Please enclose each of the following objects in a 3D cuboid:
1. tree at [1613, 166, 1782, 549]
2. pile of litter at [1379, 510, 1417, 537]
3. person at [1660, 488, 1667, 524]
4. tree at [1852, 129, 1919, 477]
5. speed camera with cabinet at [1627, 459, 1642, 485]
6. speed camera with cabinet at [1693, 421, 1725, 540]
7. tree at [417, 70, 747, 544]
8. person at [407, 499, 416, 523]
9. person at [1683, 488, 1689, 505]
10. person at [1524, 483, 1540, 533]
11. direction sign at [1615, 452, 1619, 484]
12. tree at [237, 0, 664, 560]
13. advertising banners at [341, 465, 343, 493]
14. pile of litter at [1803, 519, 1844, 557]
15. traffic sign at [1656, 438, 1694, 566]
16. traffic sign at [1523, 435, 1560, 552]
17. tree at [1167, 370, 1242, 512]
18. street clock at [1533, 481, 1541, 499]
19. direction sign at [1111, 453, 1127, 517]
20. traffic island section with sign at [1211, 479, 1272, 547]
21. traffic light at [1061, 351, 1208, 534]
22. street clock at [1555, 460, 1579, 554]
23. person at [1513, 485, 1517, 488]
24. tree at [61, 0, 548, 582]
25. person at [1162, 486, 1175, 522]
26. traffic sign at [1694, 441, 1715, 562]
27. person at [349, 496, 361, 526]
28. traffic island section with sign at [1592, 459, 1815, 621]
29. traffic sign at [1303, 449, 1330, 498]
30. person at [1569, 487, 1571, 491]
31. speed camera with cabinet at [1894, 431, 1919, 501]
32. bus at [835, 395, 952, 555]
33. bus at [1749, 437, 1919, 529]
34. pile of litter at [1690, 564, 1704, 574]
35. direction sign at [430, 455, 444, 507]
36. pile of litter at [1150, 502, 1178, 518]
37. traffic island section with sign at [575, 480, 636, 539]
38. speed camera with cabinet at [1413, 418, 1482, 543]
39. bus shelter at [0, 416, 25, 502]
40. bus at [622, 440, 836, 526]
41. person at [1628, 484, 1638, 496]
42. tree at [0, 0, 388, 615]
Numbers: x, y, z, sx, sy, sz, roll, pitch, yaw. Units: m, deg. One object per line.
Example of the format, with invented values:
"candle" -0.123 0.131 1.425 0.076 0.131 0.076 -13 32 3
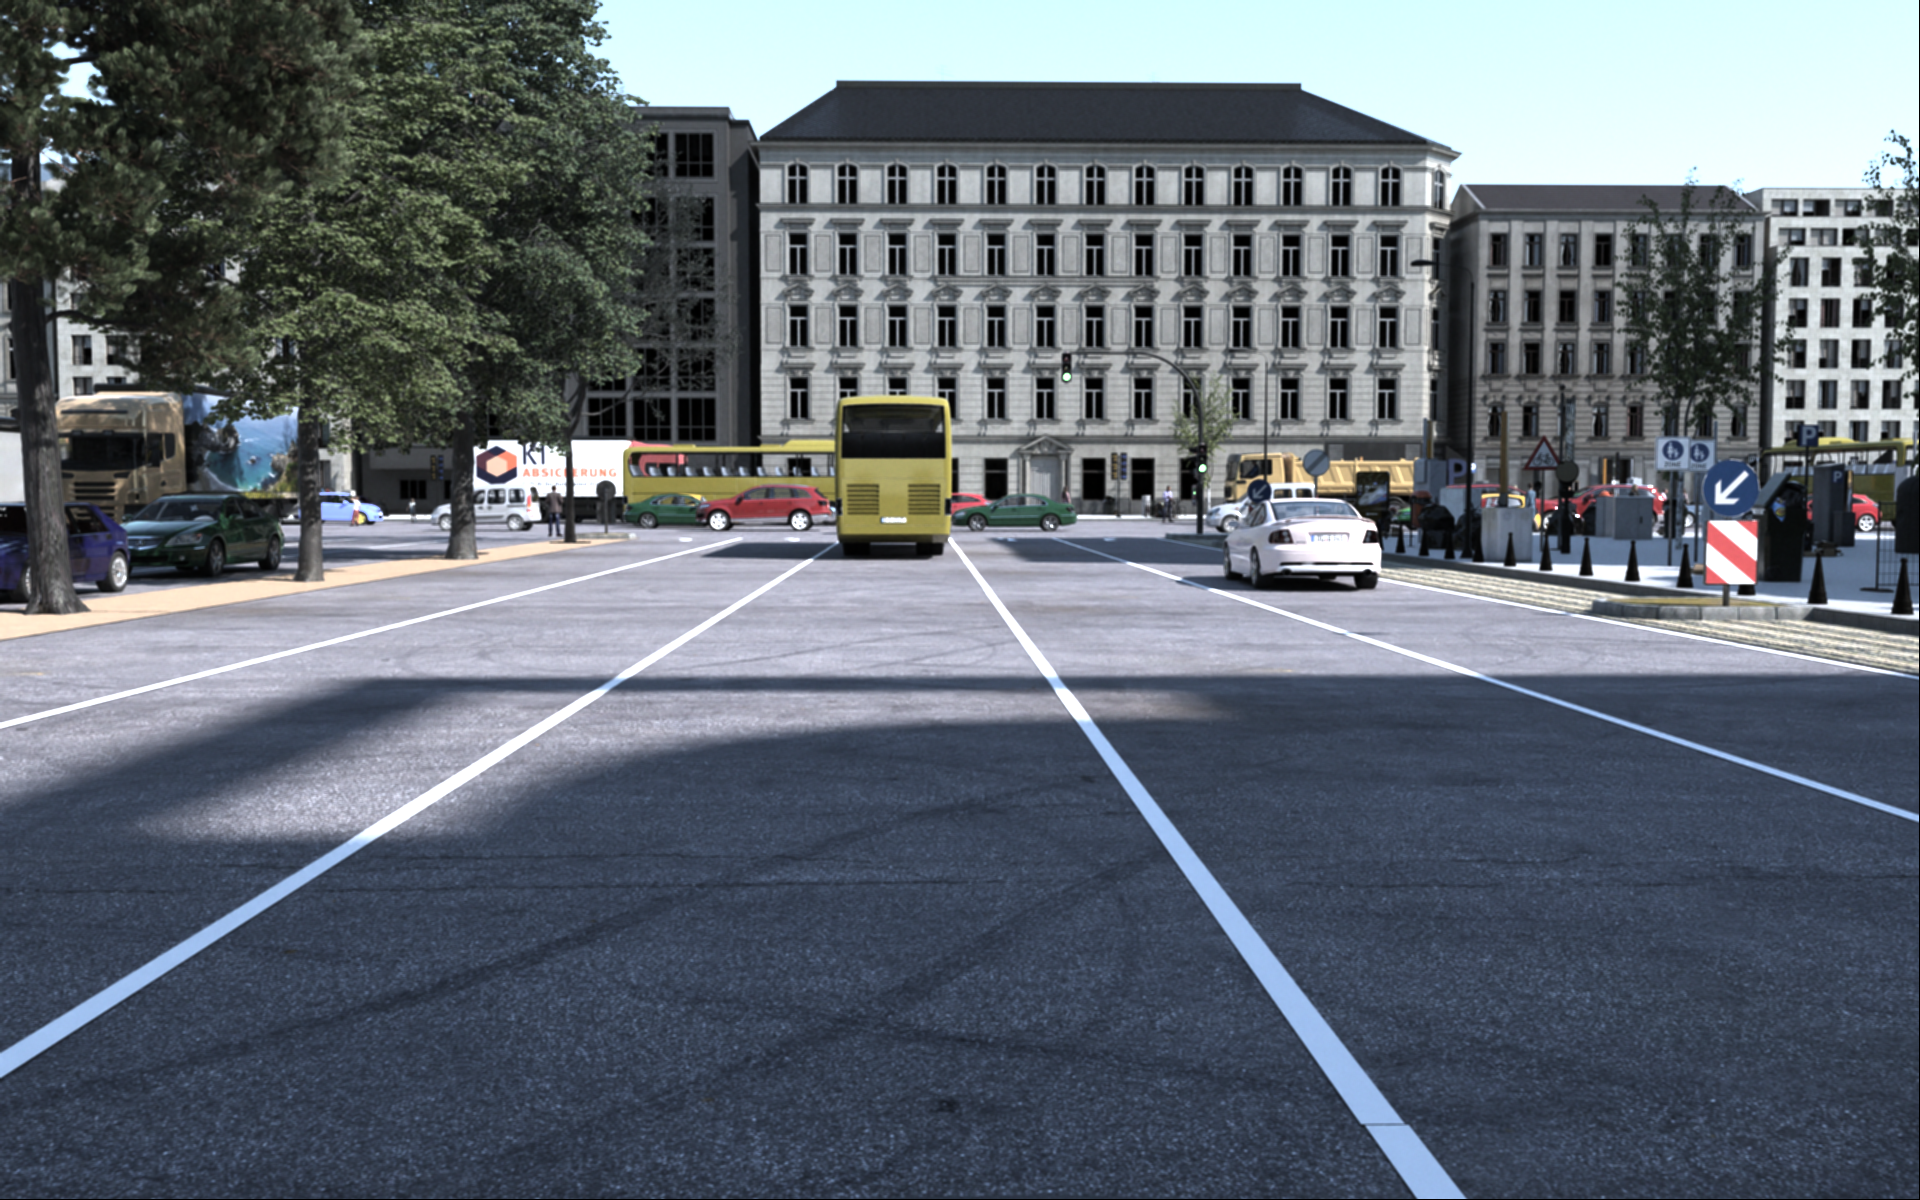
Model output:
"tree" 16.912 -5.481 39.983 4.737 8.622 4.395 0 3 0
"pile of litter" 12.873 -2.339 52.209 1.719 0.858 1.176 1 4 19
"person" 33.943 -4.528 83.466 0.436 1.711 0.756 3 5 40
"tree" 18.702 -5.031 32.618 4.737 8.622 4.395 0 3 0
"speed camera with cabinet" 37.934 -6.243 96.411 0.660 3.252 2.038 -1 4 -12
"speed camera with cabinet" 20.719 -3.260 47.637 0.660 3.252 2.038 3 4 36
"tree" -11.313 -8.382 49.870 12.009 13.543 11.850 0 3 0
"person" -27.143 -4.416 85.712 0.505 1.210 0.382 0 4 -4
"person" 35.541 -4.649 85.098 0.593 1.750 0.643 3 5 44
"person" 19.427 -3.081 58.902 0.581 1.822 0.654 -1 4 -20
"direction sign" 35.658 -6.240 94.016 0.379 3.537 0.876 1 4 12
"tree" -10.893 -7.853 37.502 9.857 13.997 8.962 0 3 0
"advertising banners" -36.790 -6.542 103.151 0.090 3.025 2.074 -1 4 -17
"pile of litter" 17.728 -1.341 35.889 1.719 0.858 1.176 -2 4 -24
"traffic sign" 12.664 -1.756 30.846 0.606 2.300 0.079 0 4 5
"traffic sign" 12.919 -2.349 38.403 0.884 2.594 0.081 0 4 5
"tree" 14.426 -9.266 101.864 4.737 8.622 4.395 0 3 0
"street clock" 32.957 -5.767 98.866 0.471 2.002 0.358 0 4 3
"direction sign" 8.730 -6.310 95.166 0.876 3.537 0.379 -1 4 -10
"traffic island section with sign" 7.939 -2.371 47.386 1.989 1.847 2.006 0 4 -1
"traffic light" 5.599 -4.939 55.413 4.771 5.953 1.251 0 4 -1
"street clock" 13.070 -2.003 37.327 0.471 2.002 0.358 1 4 23
"person" 25.271 -4.310 78.854 0.514 1.842 0.818 0 4 -7
"tree" -10.712 -6.588 28.293 7.486 12.596 7.792 0 3 0
"person" 10.604 -4.860 87.835 0.709 1.838 0.599 -2 4 -26
"traffic sign" 13.890 -1.865 32.630 0.606 2.300 0.079 0 4 4
"person" -27.247 -4.011 77.988 0.340 1.345 0.435 2 4 25
"traffic island section with sign" 8.625 -0.722 20.439 1.989 1.847 2.006 0 4 -1
"traffic sign" 10.131 -3.011 49.343 0.768 2.556 0.104 0 4 -1
"person" 29.475 -4.623 84.069 0.573 1.828 0.580 1 4 13
"speed camera with cabinet" 30.650 -3.703 54.881 2.038 3.252 0.660 -1 4 -15
"bus" -1.684 -3.172 43.409 2.896 3.916 12.252 0 4 -2
"bus" 37.944 -5.040 73.944 2.896 3.916 12.252 0 4 -1
"pile of litter" 12.249 -0.828 27.506 1.176 0.858 1.719 0 4 5
"direction sign" -30.475 -6.666 100.989 0.876 3.537 0.379 1 4 20
"pile of litter" 10.799 -4.796 92.385 1.719 0.858 1.176 3 5 44
"traffic island section with sign" -11.449 -2.895 55.478 2.006 1.907 1.989 0 4 -1
"speed camera with cabinet" 12.547 -3.073 44.582 0.660 3.252 2.038 -2 4 -24
"bus shelter" -26.688 -4.048 43.819 2.179 5.291 8.768 0 4 -2
"bus" -9.069 -5.354 79.081 12.252 3.916 2.896 0 4 -1
"person" 24.950 -3.396 64.247 0.699 1.804 1.509 2 4 27
"tree" -11.060 -6.766 20.511 7.806 13.903 7.818 0 3 0
